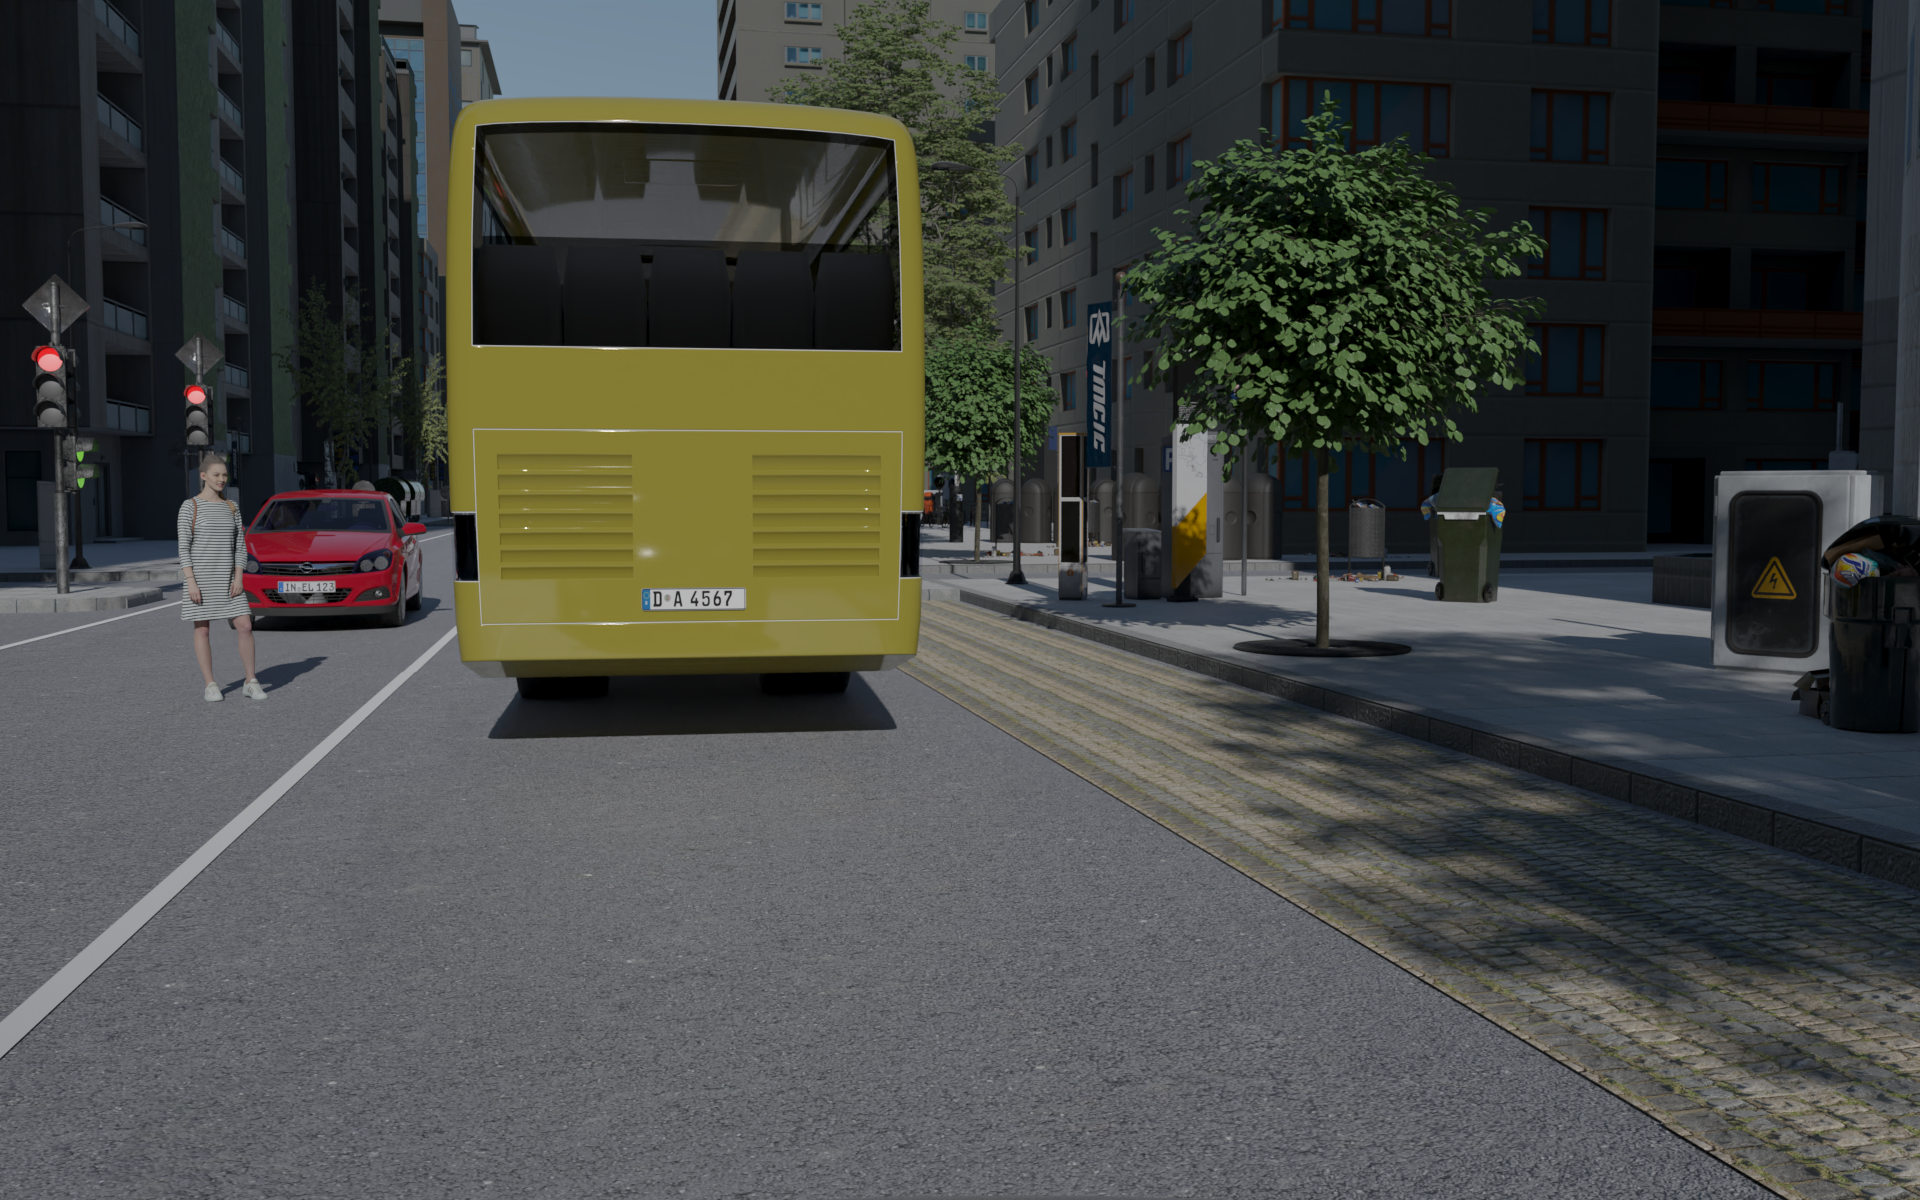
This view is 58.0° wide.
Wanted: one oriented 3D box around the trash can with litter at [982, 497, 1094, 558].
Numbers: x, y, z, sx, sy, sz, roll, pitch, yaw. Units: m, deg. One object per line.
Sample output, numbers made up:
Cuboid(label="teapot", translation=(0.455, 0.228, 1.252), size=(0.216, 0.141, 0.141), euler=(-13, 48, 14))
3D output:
Cuboid(label="trash can with litter", translation=(1.393, -1.516, 35.839), size=(2.233, 1.210, 1.678), euler=(-1, 4, -14))

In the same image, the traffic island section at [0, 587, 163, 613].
Cuboid(label="traffic island section", translation=(-11.580, -0.003, 22.335), size=(2.009, 0.180, 2.903), euler=(-1, 4, -12))

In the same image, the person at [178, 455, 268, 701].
Cuboid(label="person", translation=(-5.172, -0.155, 12.033), size=(0.522, 1.701, 0.512), euler=(3, 5, 41))

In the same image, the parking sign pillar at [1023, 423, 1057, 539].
Cuboid(label="parking sign pillar", translation=(2.299, -3.766, 50.039), size=(1.447, 3.967, 1.447), euler=(-2, 4, -27))

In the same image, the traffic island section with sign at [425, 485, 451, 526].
Cuboid(label="traffic island section with sign", translation=(-22.906, -4.221, 77.645), size=(1.989, 1.847, 2.006), euler=(-1, 4, -12))

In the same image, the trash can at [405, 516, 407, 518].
Cuboid(label="trash can", translation=(-28.408, -4.670, 88.003), size=(0.748, 1.137, 0.748), euler=(0, 3, 0))

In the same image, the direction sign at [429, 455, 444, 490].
Cuboid(label="direction sign", translation=(-30.568, -6.682, 101.251), size=(0.876, 3.537, 0.379), euler=(1, 4, 9))

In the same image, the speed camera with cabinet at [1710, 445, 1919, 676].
Cuboid(label="speed camera with cabinet", translation=(6.365, -1.082, 12.019), size=(0.660, 3.252, 2.038), euler=(-3, 5, -43))

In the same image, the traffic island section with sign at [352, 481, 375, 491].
Cuboid(label="traffic island section with sign", translation=(-17.327, -2.553, 50.363), size=(1.989, 1.847, 2.006), euler=(-1, 4, -12))

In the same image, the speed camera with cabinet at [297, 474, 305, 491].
Cuboid(label="speed camera with cabinet", translation=(-30.572, -5.177, 78.977), size=(0.660, 3.252, 2.038), euler=(0, 4, 3))

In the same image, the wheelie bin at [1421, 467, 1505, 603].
Cuboid(label="wheelie bin", translation=(6.067, -0.782, 20.686), size=(0.980, 1.594, 0.693), euler=(3, 4, 36))

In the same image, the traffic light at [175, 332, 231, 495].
Cuboid(label="traffic light", translation=(-13.138, -2.514, 30.032), size=(0.839, 4.253, 0.868), euler=(-1, 4, -12))

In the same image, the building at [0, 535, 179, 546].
Cuboid(label="building", translation=(-27.915, -22.026, 43.719), size=(14.154, 41.232, 14.086), euler=(-1, 4, -12))

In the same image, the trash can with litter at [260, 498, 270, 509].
Cuboid(label="trash can with litter", translation=(-20.369, -2.413, 50.844), size=(0.624, 1.170, 1.055), euler=(-3, 5, -43))

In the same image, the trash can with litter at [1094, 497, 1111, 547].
Cuboid(label="trash can with litter", translation=(2.853, -1.911, 42.294), size=(2.233, 1.210, 1.678), euler=(-3, 4, -38))

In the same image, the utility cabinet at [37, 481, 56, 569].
Cuboid(label="utility cabinet", translation=(-15.640, -1.297, 29.882), size=(0.318, 1.500, 1.173), euler=(-1, 4, -21))

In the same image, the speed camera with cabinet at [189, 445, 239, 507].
Cuboid(label="speed camera with cabinet", translation=(-18.043, -2.905, 41.836), size=(0.660, 3.252, 2.038), euler=(0, 4, -5))

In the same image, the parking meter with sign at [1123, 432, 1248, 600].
Cuboid(label="parking meter with sign", translation=(2.851, -1.536, 21.376), size=(1.738, 3.016, 0.543), euler=(-2, 4, -28))

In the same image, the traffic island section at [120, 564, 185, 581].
Cuboid(label="traffic island section", translation=(-13.179, -0.482, 30.159), size=(2.009, 0.180, 2.903), euler=(-1, 4, -12))

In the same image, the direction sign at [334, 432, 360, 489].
Cuboid(label="direction sign", translation=(-22.411, -4.363, 63.333), size=(0.876, 3.537, 0.379), euler=(-1, 4, -8))

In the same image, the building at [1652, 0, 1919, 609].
Cuboid(label="building", translation=(19.804, -28.612, 9.813), size=(21.231, 58.520, 28.212), euler=(-1, 4, -12))

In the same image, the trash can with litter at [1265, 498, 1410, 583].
Cuboid(label="trash can with litter", translation=(5.649, -0.904, 25.830), size=(2.233, 1.210, 1.678), euler=(0, 4, 1))

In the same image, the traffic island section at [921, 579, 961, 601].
Cuboid(label="traffic island section", translation=(-1.250, -0.132, 24.434), size=(2.009, 0.180, 2.903), euler=(-1, 4, -12))

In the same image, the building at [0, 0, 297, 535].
Cuboid(label="building", translation=(-33.926, -23.327, 64.994), size=(14.154, 41.232, 14.086), euler=(-1, 4, -12))

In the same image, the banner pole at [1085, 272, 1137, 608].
Cuboid(label="banner pole", translation=(1.687, -1.822, 19.811), size=(0.401, 3.779, 0.863), euler=(-2, 4, -32))

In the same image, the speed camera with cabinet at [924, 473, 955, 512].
Cuboid(label="speed camera with cabinet", translation=(-0.961, -5.043, 76.796), size=(0.660, 3.252, 2.038), euler=(2, 4, 32))

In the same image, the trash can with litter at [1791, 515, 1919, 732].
Cuboid(label="trash can with litter", translation=(4.960, 0.106, 9.661), size=(0.624, 1.170, 1.055), euler=(0, 4, 2))

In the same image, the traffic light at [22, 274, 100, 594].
Cuboid(label="traffic light", translation=(-11.538, -2.036, 22.209), size=(0.839, 4.253, 0.868), euler=(-1, 4, -12))

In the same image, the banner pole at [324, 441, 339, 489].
Cuboid(label="banner pole", translation=(-25.971, -5.000, 71.767), size=(0.401, 3.779, 0.863), euler=(2, 4, 34))

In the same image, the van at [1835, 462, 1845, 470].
Cuboid(label="van", translation=(16.384, -1.541, 32.209), size=(4.112, 2.044, 2.013), euler=(-1, 4, -12))

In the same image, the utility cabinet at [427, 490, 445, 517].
Cuboid(label="utility cabinet", translation=(-28.487, -5.242, 94.392), size=(0.318, 1.500, 1.173), euler=(3, 4, 37))

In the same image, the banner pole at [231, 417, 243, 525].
Cuboid(label="banner pole", translation=(-23.654, -4.077, 56.683), size=(0.401, 3.779, 0.863), euler=(-3, 5, -45))
